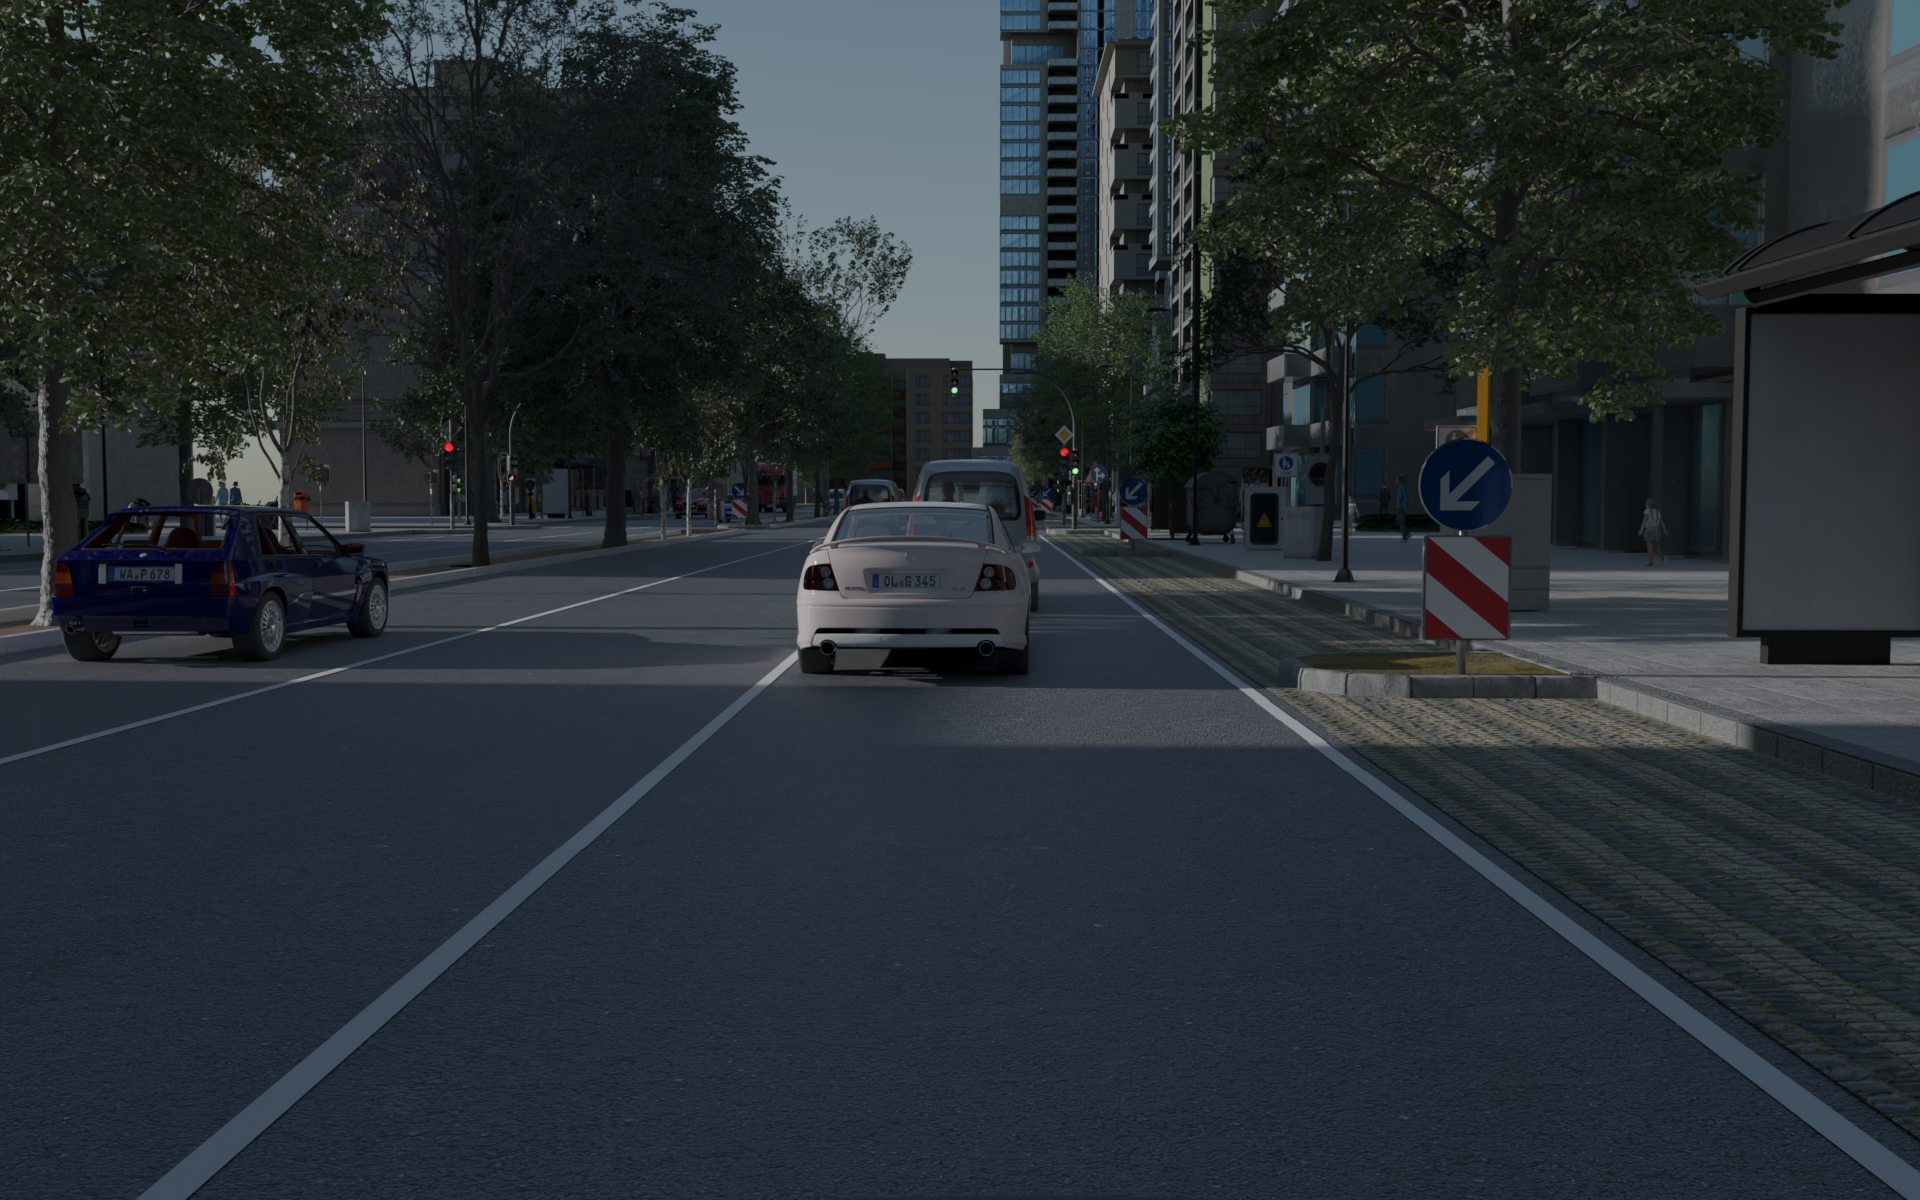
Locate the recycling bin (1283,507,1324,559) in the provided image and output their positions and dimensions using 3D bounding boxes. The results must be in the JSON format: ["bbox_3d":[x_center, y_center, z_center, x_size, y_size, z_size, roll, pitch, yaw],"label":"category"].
[{"bbox_3d":[6.958,-1.351,34.649,0.722,1.027,0.722,-3,5,-45],"label":"recycling bin"}]

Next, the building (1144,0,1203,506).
[{"bbox_3d":[25.559,-42.542,133.817,20.563,71.187,20.611,0,4,1],"label":"building"}]

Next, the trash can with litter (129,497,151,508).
[{"bbox_3d":[-29.225,-3.105,62.149,0.624,1.170,1.055,1,4,15],"label":"trash can with litter"}]

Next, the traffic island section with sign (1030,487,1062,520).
[{"bbox_3d":[4.616,-5.309,95.431,1.989,1.847,2.006,0,4,1],"label":"traffic island section with sign"}]

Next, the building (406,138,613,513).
[{"bbox_3d":[-34.356,-20.414,131.034,12.463,27.353,25.104,0,4,1],"label":"building"}]

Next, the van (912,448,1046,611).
[{"bbox_3d":[0.150,-0.955,22.625,2.013,2.044,4.112,0,4,0],"label":"van"}]

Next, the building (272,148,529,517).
[{"bbox_3d":[-34.000,-15.143,98.493,10.553,20.767,40.483,0,4,1],"label":"building"}]

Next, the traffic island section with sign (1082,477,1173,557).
[{"bbox_3d":[3.853,-1.929,40.168,1.989,1.847,2.006,0,4,1],"label":"traffic island section with sign"}]

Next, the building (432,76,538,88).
[{"bbox_3d":[-70.314,-43.162,247.694,28.212,58.520,21.231,0,4,1],"label":"building"}]

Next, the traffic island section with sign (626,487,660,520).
[{"bbox_3d":[-17.691,-5.339,95.927,1.989,1.847,2.006,0,4,1],"label":"traffic island section with sign"}]

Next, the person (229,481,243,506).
[{"bbox_3d":[-30.544,-4.094,73.006,0.581,1.822,0.654,0,4,1],"label":"person"}]

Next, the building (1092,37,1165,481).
[{"bbox_3d":[30.269,-37.291,198.939,28.713,52.752,27.495,0,4,1],"label":"building"}]

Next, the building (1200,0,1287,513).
[{"bbox_3d":[22.090,-26.048,109.477,14.154,41.232,14.086,0,4,1],"label":"building"}]

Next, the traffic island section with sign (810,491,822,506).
[{"bbox_3d":[-16.241,-11.726,200.339,1.989,1.847,2.006,0,4,1],"label":"traffic island section with sign"}]

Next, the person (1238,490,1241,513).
[{"bbox_3d":[13.883,-4.863,85.401,0.795,1.843,0.661,1,4,21],"label":"person"}]

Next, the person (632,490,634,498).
[{"bbox_3d":[-27.127,-8.374,143.140,0.590,1.801,0.661,2,4,25],"label":"person"}]

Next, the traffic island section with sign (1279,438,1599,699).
[{"bbox_3d":[3.475,-0.268,13.008,1.989,1.847,2.006,0,4,1],"label":"traffic island section with sign"}]

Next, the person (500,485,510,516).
[{"bbox_3d":[-26.917,-5.905,102.679,0.778,1.811,0.616,-2,4,-23],"label":"person"}]

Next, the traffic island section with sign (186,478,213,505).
[{"bbox_3d":[-18.453,-2.013,41.538,1.989,1.847,2.006,0,4,1],"label":"traffic island section with sign"}]

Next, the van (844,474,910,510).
[{"bbox_3d":[-2.509,-2.740,51.802,2.013,2.044,4.112,0,4,2],"label":"van"}]

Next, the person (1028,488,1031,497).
[{"bbox_3d":[4.455,-6.467,114.212,0.580,1.828,0.573,2,4,24],"label":"person"}]

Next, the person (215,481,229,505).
[{"bbox_3d":[-31.681,-4.191,74.422,0.638,1.841,0.748,-3,5,-44],"label":"person"}]

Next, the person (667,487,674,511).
[{"bbox_3d":[-22.302,-7.808,133.694,0.794,1.824,0.713,2,4,30],"label":"person"}]

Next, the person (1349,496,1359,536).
[{"bbox_3d":[11.985,-2.565,52.989,0.505,1.210,0.382,2,4,31],"label":"person"}]

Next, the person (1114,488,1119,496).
[{"bbox_3d":[12.924,-8.341,142.592,0.511,1.800,0.466,1,4,21],"label":"person"}]

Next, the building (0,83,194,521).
[{"bbox_3d":[-47.769,-13.976,83.267,16.860,20.320,10.420,0,4,1],"label":"building"}]

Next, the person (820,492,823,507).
[{"bbox_3d":[-15.315,-11.100,191.460,0.593,1.643,0.415,0,4,3],"label":"person"}]

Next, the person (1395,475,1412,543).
[{"bbox_3d":[11.744,-2.414,45.858,0.444,1.785,0.601,1,4,23],"label":"person"}]

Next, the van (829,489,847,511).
[{"bbox_3d":[-10.193,-8.296,142.647,2.013,2.044,4.112,0,4,2],"label":"van"}]

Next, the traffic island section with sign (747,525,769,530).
[{"bbox_3d":[-8.890,-3.817,70.551,2.006,1.907,1.989,0,4,1],"label":"traffic island section with sign"}]

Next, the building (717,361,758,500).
[{"bbox_3d":[-41.715,-24.878,251.790,28.899,21.520,27.650,0,4,1],"label":"building"}]

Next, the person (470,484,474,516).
[{"bbox_3d":[-28.246,-5.818,100.974,0.655,1.846,0.447,-2,4,-27],"label":"person"}]

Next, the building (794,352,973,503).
[{"bbox_3d":[-12.631,-24.874,251.725,28.899,21.520,27.650,0,4,1],"label":"building"}]

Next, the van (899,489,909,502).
[{"bbox_3d":[-5.210,-8.227,141.527,2.013,2.044,4.112,0,3,0],"label":"van"}]

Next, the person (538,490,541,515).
[{"bbox_3d":[-25.607,-5.944,105.830,0.503,1.515,0.523,2,4,27],"label":"person"}]

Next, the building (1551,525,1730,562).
[{"bbox_3d":[24.565,-25.593,38.055,23.786,49.044,30.456,0,4,1],"label":"building"}]

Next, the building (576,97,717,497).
[{"bbox_3d":[-33.228,-30.261,178.354,14.154,41.232,14.086,0,4,1],"label":"building"}]

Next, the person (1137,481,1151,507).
[{"bbox_3d":[7.426,-3.913,69.986,0.622,1.834,0.822,1,4,12],"label":"person"}]

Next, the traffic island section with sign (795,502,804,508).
[{"bbox_3d":[-16.626,-10.039,172.771,1.989,1.847,2.006,0,4,1],"label":"traffic island section with sign"}]

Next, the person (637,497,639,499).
[{"bbox_3d":[-22.592,-7.123,122.602,0.679,1.850,0.850,1,4,11],"label":"person"}]

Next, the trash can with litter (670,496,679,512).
[{"bbox_3d":[-20.025,-6.835,123.147,0.624,1.170,1.055,3,5,40],"label":"trash can with litter"}]

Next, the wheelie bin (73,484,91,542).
[{"bbox_3d":[-22.312,-2.181,43.563,0.693,1.594,0.980,1,4,13],"label":"wheelie bin"}]

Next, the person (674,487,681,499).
[{"bbox_3d":[-22.221,-7.980,136.508,0.794,1.824,0.713,0,4,-7],"label":"person"}]

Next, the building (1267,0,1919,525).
[{"bbox_3d":[31.271,-28.700,88.857,30.456,49.044,23.786,0,4,1],"label":"building"}]

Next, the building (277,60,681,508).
[{"bbox_3d":[-42.910,-28.590,159.324,32.217,40.220,23.993,0,4,1],"label":"building"}]

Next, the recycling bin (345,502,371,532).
[{"bbox_3d":[-20.364,-2.815,58.583,0.722,1.027,0.722,-2,4,-27],"label":"recycling bin"}]

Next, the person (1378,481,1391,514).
[{"bbox_3d":[19.098,-4.423,78.133,0.659,1.850,0.755,0,4,-7],"label":"person"}]

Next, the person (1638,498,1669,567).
[{"bbox_3d":[12.197,-1.189,30.505,0.505,1.210,0.382,-2,4,-26],"label":"person"}]

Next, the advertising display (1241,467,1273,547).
[{"bbox_3d":[7.180,-2.243,41.893,0.123,1.923,0.974,-2,4,-32],"label":"advertising display"}]

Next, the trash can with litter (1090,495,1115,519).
[{"bbox_3d":[7.782,-4.835,90.106,2.233,1.210,1.678,0,4,1],"label":"trash can with litter"}]

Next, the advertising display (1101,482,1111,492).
[{"bbox_3d":[8.068,-5.539,95.776,0.123,1.923,0.974,2,4,33],"label":"advertising display"}]

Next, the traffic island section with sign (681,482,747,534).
[{"bbox_3d":[-9.002,-3.364,63.144,2.006,1.907,1.989,0,4,1],"label":"traffic island section with sign"}]

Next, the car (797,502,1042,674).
[{"bbox_3d":[-0.315,-0.172,15.178,2.083,1.381,4.827,0,4,2],"label":"car"}]
